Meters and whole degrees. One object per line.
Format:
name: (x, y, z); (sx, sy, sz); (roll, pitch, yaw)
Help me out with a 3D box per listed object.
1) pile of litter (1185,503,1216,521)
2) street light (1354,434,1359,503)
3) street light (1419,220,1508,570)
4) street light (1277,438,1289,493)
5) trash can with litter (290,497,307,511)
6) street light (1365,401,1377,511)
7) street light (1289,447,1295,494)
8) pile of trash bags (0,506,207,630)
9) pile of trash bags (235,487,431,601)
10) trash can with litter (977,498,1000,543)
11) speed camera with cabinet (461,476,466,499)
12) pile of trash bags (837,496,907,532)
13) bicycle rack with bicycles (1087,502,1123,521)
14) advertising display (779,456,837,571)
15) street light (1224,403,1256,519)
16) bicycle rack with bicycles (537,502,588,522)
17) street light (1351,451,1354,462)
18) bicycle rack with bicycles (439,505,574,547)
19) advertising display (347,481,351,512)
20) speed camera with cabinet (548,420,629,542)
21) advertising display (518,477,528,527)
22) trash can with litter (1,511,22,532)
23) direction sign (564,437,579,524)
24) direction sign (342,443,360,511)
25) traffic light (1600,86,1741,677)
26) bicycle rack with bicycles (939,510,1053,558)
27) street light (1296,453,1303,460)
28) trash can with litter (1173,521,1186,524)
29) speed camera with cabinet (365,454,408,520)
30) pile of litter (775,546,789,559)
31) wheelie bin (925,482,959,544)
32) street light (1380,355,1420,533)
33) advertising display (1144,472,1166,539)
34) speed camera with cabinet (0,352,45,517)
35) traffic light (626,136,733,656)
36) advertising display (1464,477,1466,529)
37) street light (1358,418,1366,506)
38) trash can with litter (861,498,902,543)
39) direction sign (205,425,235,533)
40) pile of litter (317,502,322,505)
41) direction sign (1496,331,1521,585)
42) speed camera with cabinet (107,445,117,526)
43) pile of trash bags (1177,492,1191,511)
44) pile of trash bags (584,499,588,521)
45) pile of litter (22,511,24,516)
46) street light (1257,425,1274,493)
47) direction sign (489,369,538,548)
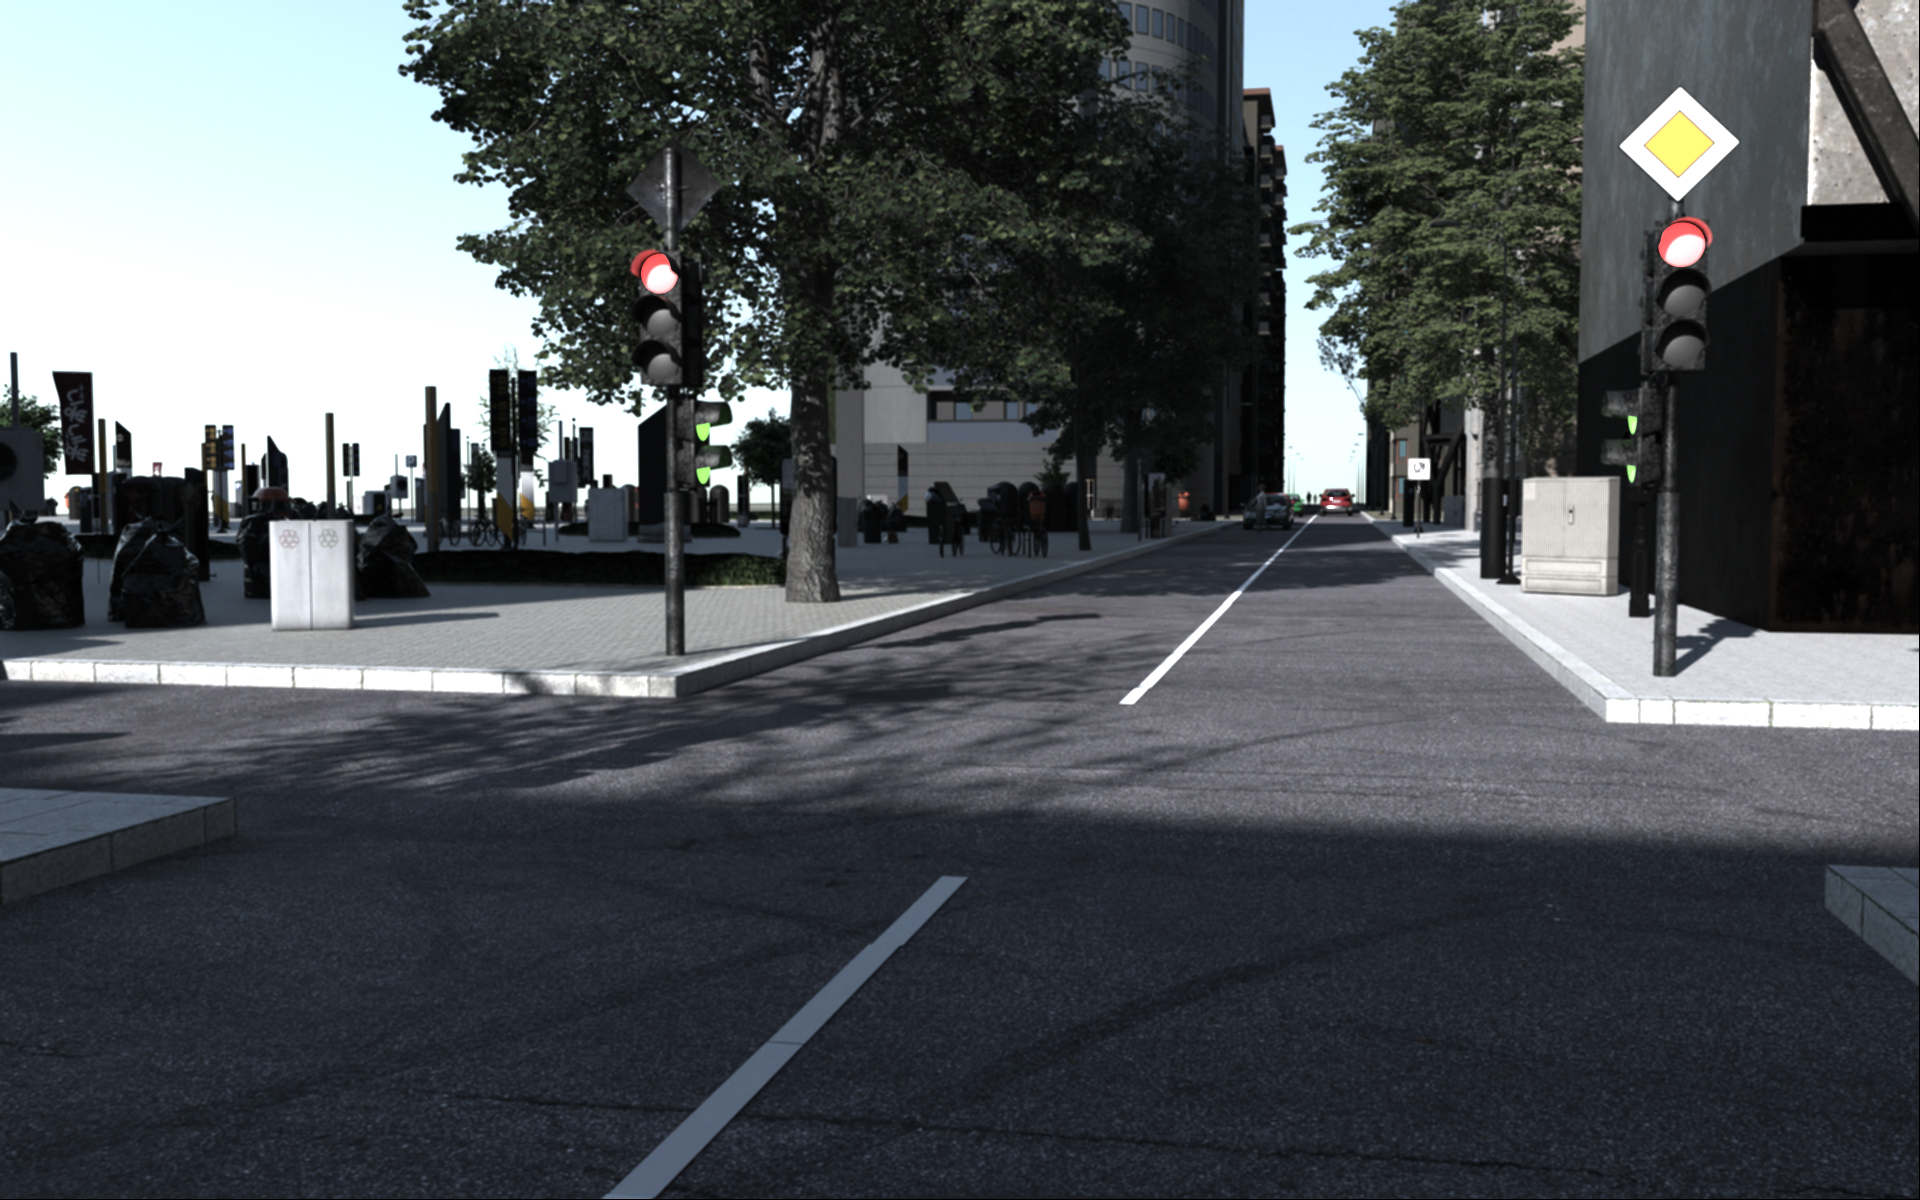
pile of litter: (11.454, -4.185, 82.386); (1.719, 0.858, 1.176); (-1, 4, -14)
street light: (31.143, -9.800, 132.765); (1.470, 5.913, 1.316); (1, 4, 12)
street light: (8.651, -3.478, 29.413); (1.470, 5.913, 1.316); (1, 4, 12)
street light: (26.437, -10.520, 144.542); (1.470, 5.913, 1.316); (1, 4, 12)
trash can with litter: (-22.985, -2.996, 60.376); (0.624, 1.170, 1.055); (0, 4, -3)
street light: (20.779, -6.880, 85.027); (1.470, 5.913, 1.316); (1, 4, 12)
street light: (31.939, -12.072, 169.919); (1.470, 5.913, 1.316); (1, 4, 12)
pile of trash bags: (-9.218, -0.443, 16.998); (3.447, 1.369, 1.912); (-1, 4, -16)
pile of trash bags: (-8.247, -0.752, 22.042); (1.912, 1.369, 3.447); (-3, 5, -43)
trash can with litter: (0.869, -2.131, 46.223); (0.624, 1.170, 1.055); (-2, 4, -25)
speed camera with cabinet: (-24.600, -5.429, 83.104); (0.660, 3.252, 2.038); (1, 4, 23)
pile of trash bags: (-3.616, -2.998, 58.768); (3.447, 1.369, 1.912); (-1, 4, -23)
bicycle rack with bicycles: (6.824, -4.242, 82.745); (2.852, 0.926, 2.925); (0, 4, 3)
advertising display: (-2.548, -1.462, 29.113); (0.974, 1.923, 0.123); (1, 4, 11)
street light: (14.230, -7.095, 88.544); (1.470, 5.913, 1.316); (1, 4, 12)
bicycle rack with bicycles: (-17.259, -3.736, 74.460); (2.852, 0.926, 2.925); (-3, 4, -37)
street light: (37.160, -11.488, 160.363); (1.470, 5.913, 1.316); (1, 4, 12)
bicycle rack with bicycles: (-11.590, -1.818, 43.110); (2.852, 0.926, 2.925); (-2, 4, -34)
advertising display: (-29.540, -4.806, 83.786); (0.123, 1.923, 0.974); (-1, 4, -13)
speed camera with cabinet: (-10.021, -3.203, 46.705); (2.038, 3.252, 0.660); (0, 3, 0)
advertising display: (-16.634, -3.742, 66.395); (0.123, 1.923, 0.974); (-3, 5, -41)
trash can with litter: (-30.942, -2.734, 56.082); (1.055, 1.170, 0.624); (-2, 4, -28)
direction sign: (-15.423, -4.697, 68.790); (0.379, 3.537, 0.876); (2, 4, 24)
direction sign: (-27.000, -5.191, 76.865); (0.876, 3.537, 0.379); (1, 4, 19)
traffic light: (4.950, -1.418, 12.104); (0.839, 4.253, 0.868); (1, 4, 12)
bicycle rack with bicycles: (0.628, -1.378, 35.916); (2.852, 0.926, 2.925); (0, 4, 0)
street light: (38.145, -13.784, 197.901); (1.470, 5.913, 1.316); (1, 4, 12)
trash can with litter: (8.692, -3.855, 74.091); (2.233, 1.210, 1.678); (-1, 4, -14)
speed camera with cabinet: (-27.825, -5.486, 84.027); (0.660, 3.252, 2.038); (3, 5, 40)
pile of litter: (-3.135, -1.247, 34.349); (1.176, 0.858, 1.719); (1, 4, 20)
wheelie bin: (-0.499, -2.238, 44.499); (0.693, 1.594, 0.980); (2, 4, 32)
street light: (14.716, -5.195, 57.480); (1.470, 5.913, 1.316); (1, 4, 12)
advertising display: (5.648, -2.744, 50.084); (0.123, 1.923, 0.974); (3, 5, 40)
speed camera with cabinet: (-13.866, -1.817, 24.051); (2.038, 3.252, 0.660); (0, 4, 3)
traffic light: (-2.246, -1.512, 13.650); (0.839, 4.253, 0.868); (1, 4, 12)
advertising display: (19.024, -3.591, 63.919); (0.123, 1.923, 0.974); (-2, 4, -35)
street light: (25.138, -8.118, 105.277); (1.470, 5.913, 1.316); (1, 4, 12)
trash can with litter: (-2.053, -2.072, 45.265); (1.055, 1.170, 0.624); (-1, 4, -9)
direction sign: (-24.173, -3.952, 56.616); (0.876, 3.537, 0.379); (-1, 4, -14)
pile of litter: (-34.880, -4.907, 94.194); (1.719, 0.858, 1.176); (2, 4, 33)
direction sign: (7.846, -1.994, 24.593); (0.379, 3.537, 0.876); (1, 4, 15)
speed camera with cabinet: (-33.212, -4.610, 69.706); (2.038, 3.252, 0.660); (-1, 4, -10)
pile of trash bags: (9.849, -4.612, 85.156); (3.447, 1.369, 1.912); (3, 5, 41)
pile of trash bags: (-17.312, -4.557, 84.259); (1.912, 1.369, 3.447); (-1, 4, -10)
pile of litter: (-40.123, -3.635, 73.397); (1.719, 0.858, 1.176); (-3, 5, -42)
street light: (20.337, -8.791, 116.275); (1.470, 5.913, 1.316); (1, 4, 12)
direction sign: (-8.143, -2.426, 31.666); (0.876, 3.537, 0.379); (-2, 4, -33)
